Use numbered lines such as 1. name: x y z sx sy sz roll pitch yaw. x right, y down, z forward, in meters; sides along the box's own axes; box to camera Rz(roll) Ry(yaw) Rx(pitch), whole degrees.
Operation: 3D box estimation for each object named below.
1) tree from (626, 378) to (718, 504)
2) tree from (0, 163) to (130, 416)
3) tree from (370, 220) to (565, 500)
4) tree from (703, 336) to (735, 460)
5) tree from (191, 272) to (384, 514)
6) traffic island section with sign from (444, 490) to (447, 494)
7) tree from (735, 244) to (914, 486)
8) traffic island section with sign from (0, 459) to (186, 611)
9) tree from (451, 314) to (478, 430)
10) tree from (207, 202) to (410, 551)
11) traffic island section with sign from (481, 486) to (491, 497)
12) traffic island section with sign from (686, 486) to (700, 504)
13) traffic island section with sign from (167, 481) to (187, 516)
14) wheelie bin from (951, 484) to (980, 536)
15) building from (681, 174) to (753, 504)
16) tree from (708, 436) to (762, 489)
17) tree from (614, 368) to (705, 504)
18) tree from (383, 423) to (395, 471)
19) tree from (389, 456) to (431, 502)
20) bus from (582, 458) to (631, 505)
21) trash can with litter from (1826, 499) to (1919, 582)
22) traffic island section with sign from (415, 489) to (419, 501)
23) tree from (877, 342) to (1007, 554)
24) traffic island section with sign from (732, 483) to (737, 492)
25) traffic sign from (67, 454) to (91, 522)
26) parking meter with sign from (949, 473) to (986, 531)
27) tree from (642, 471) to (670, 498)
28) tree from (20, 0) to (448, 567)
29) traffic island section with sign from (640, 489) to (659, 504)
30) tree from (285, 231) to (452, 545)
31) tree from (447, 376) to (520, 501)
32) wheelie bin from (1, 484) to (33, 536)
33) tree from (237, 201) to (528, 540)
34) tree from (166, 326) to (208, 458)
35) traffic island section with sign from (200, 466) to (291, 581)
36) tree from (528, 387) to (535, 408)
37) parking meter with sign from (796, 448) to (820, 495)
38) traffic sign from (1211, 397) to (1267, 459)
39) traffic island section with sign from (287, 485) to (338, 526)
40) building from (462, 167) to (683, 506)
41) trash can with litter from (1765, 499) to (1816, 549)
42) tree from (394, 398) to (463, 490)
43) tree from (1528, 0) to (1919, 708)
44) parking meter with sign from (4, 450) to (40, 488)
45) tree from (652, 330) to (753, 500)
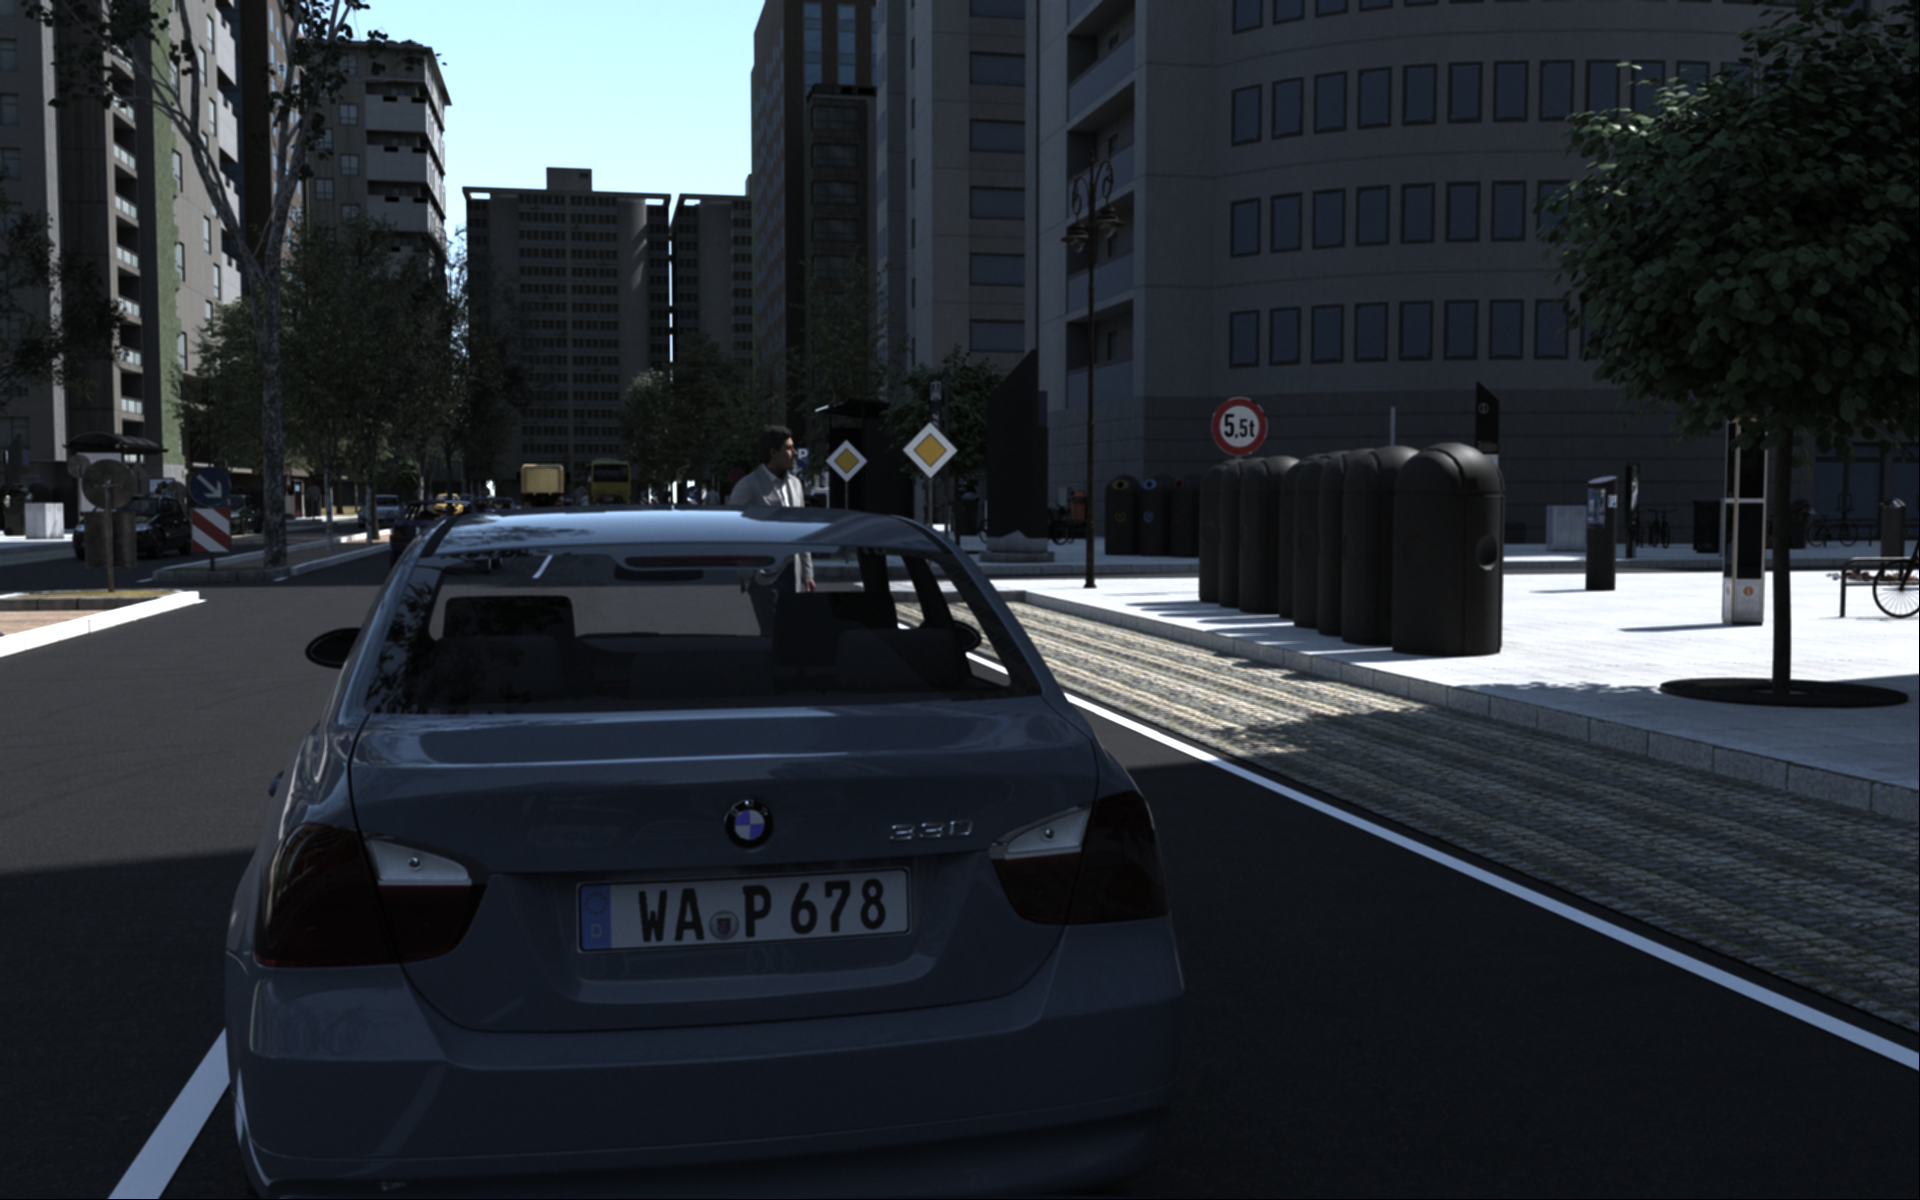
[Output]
1. tree: -24.903 -13.730 150.236 9.928 11.665 9.643 0 3 0
2. tree: -25.890 -6.797 45.548 8.767 10.594 7.601 0 4 -5
3. tree: -22.782 -10.044 77.049 12.009 13.543 11.850 0 3 0
4. tree: -9.427 -7.873 79.083 4.737 8.622 4.395 0 3 0
5. tree: -35.149 -10.389 87.987 7.486 12.596 7.792 0 3 0
6. traffic island section with sign: -45.542 -8.912 154.346 1.989 1.847 2.006 -1 4 -12
7. tree: -3.529 -6.214 51.953 4.737 8.622 4.395 0 3 0
8. traffic island section with sign: -11.013 -0.853 22.089 2.006 1.907 1.989 -1 4 -12
9. tree: -19.144 -6.636 61.315 4.360 8.622 3.978 0 3 0
10. tree: -15.676 -5.507 42.855 4.737 8.622 4.395 0 3 0
11. traffic island section with sign: -28.244 -5.791 102.823 2.006 1.907 1.989 -1 4 -12
12. traffic island section with sign: -12.828 -4.508 82.334 1.989 1.847 2.006 -1 4 -12
13. traffic island section with sign: -23.805 -2.680 52.449 1.989 1.847 2.006 -1 4 -12
14. wheelie bin: 0.172 -2.784 53.419 0.980 1.594 0.693 3 5 41
15. building: -23.325 -31.890 213.289 23.993 40.220 32.217 -1 4 -12
16. tree: -11.175 -6.422 88.714 4.285 4.588 4.351 0 3 0
17. tree: -30.021 -16.305 173.241 9.857 13.997 8.962 0 3 0
18. tree: -40.399 -11.808 111.192 7.486 12.596 7.792 0 3 0
19. tree: -45.743 -9.784 143.684 4.285 4.588 4.351 0 3 0
20. bus: -24.124 -7.753 118.306 2.896 3.916 12.252 -1 4 -14
21. trash can with litter: 13.851 -0.909 25.924 1.678 1.210 2.233 0 4 -1
22. traffic island section with sign: -39.922 -7.300 127.981 1.989 1.847 2.006 -1 4 -12
23. tree: -0.081 -3.295 37.591 4.285 4.588 4.351 0 3 0
24. traffic island section with sign: -7.204 -2.896 55.969 1.989 1.847 2.006 -1 4 -12
25. traffic sign: -28.167 -3.382 55.401 0.768 2.556 0.104 0 4 -2
26. parking meter with sign: 0.511 -3.871 59.559 1.738 3.016 0.543 0 4 -7
27. tree: -31.826 -12.126 181.967 4.285 4.588 4.351 0 3 0
28. tree: -14.715 -10.728 33.753 12.611 20.169 13.585 0 3 0
29. traffic island section with sign: -23.306 -7.511 131.433 1.989 1.847 2.006 -1 4 -12
30. tree: -16.484 -5.828 48.102 4.360 8.622 3.978 0 3 0
31. tree: -25.301 -8.472 91.344 4.737 8.622 4.395 0 3 0
32. wheelie bin: -28.966 -2.775 53.283 0.693 1.594 0.980 0 4 -2
33. tree: -18.235 -7.156 53.875 8.767 10.594 7.601 -1 4 -12
34. tree: -31.579 -7.561 73.978 4.737 8.622 4.395 0 3 0
35. traffic island section with sign: -12.550 -1.297 29.335 2.006 1.907 1.989 -1 4 -12
36. tree: -20.745 -7.966 67.120 8.767 10.594 7.601 -1 4 -12
37. parking meter with sign: -5.647 -4.276 66.169 0.543 3.016 1.738 1 4 19
38. traffic sign: 3.664 -1.392 22.863 0.768 2.556 0.104 -1 4 -10
39. traffic island section with sign: -29.442 -4.296 78.861 1.989 1.847 2.006 -1 4 -12
40. building: -46.903 -31.617 208.823 23.993 40.220 32.217 -1 4 -12
41. trash can with litter: 19.337 -1.776 40.428 1.055 1.170 0.624 -1 4 -12
42. tree: -52.312 -14.996 170.939 9.928 11.665 9.643 0 3 0
43. tree: 5.342 -1.667 10.971 4.285 4.588 4.351 0 3 0
44. parking meter with sign: -37.213 -4.468 69.310 1.738 3.016 0.543 -2 4 -24
45. tree: -17.838 -12.358 120.188 7.486 12.596 7.792 0 3 0
